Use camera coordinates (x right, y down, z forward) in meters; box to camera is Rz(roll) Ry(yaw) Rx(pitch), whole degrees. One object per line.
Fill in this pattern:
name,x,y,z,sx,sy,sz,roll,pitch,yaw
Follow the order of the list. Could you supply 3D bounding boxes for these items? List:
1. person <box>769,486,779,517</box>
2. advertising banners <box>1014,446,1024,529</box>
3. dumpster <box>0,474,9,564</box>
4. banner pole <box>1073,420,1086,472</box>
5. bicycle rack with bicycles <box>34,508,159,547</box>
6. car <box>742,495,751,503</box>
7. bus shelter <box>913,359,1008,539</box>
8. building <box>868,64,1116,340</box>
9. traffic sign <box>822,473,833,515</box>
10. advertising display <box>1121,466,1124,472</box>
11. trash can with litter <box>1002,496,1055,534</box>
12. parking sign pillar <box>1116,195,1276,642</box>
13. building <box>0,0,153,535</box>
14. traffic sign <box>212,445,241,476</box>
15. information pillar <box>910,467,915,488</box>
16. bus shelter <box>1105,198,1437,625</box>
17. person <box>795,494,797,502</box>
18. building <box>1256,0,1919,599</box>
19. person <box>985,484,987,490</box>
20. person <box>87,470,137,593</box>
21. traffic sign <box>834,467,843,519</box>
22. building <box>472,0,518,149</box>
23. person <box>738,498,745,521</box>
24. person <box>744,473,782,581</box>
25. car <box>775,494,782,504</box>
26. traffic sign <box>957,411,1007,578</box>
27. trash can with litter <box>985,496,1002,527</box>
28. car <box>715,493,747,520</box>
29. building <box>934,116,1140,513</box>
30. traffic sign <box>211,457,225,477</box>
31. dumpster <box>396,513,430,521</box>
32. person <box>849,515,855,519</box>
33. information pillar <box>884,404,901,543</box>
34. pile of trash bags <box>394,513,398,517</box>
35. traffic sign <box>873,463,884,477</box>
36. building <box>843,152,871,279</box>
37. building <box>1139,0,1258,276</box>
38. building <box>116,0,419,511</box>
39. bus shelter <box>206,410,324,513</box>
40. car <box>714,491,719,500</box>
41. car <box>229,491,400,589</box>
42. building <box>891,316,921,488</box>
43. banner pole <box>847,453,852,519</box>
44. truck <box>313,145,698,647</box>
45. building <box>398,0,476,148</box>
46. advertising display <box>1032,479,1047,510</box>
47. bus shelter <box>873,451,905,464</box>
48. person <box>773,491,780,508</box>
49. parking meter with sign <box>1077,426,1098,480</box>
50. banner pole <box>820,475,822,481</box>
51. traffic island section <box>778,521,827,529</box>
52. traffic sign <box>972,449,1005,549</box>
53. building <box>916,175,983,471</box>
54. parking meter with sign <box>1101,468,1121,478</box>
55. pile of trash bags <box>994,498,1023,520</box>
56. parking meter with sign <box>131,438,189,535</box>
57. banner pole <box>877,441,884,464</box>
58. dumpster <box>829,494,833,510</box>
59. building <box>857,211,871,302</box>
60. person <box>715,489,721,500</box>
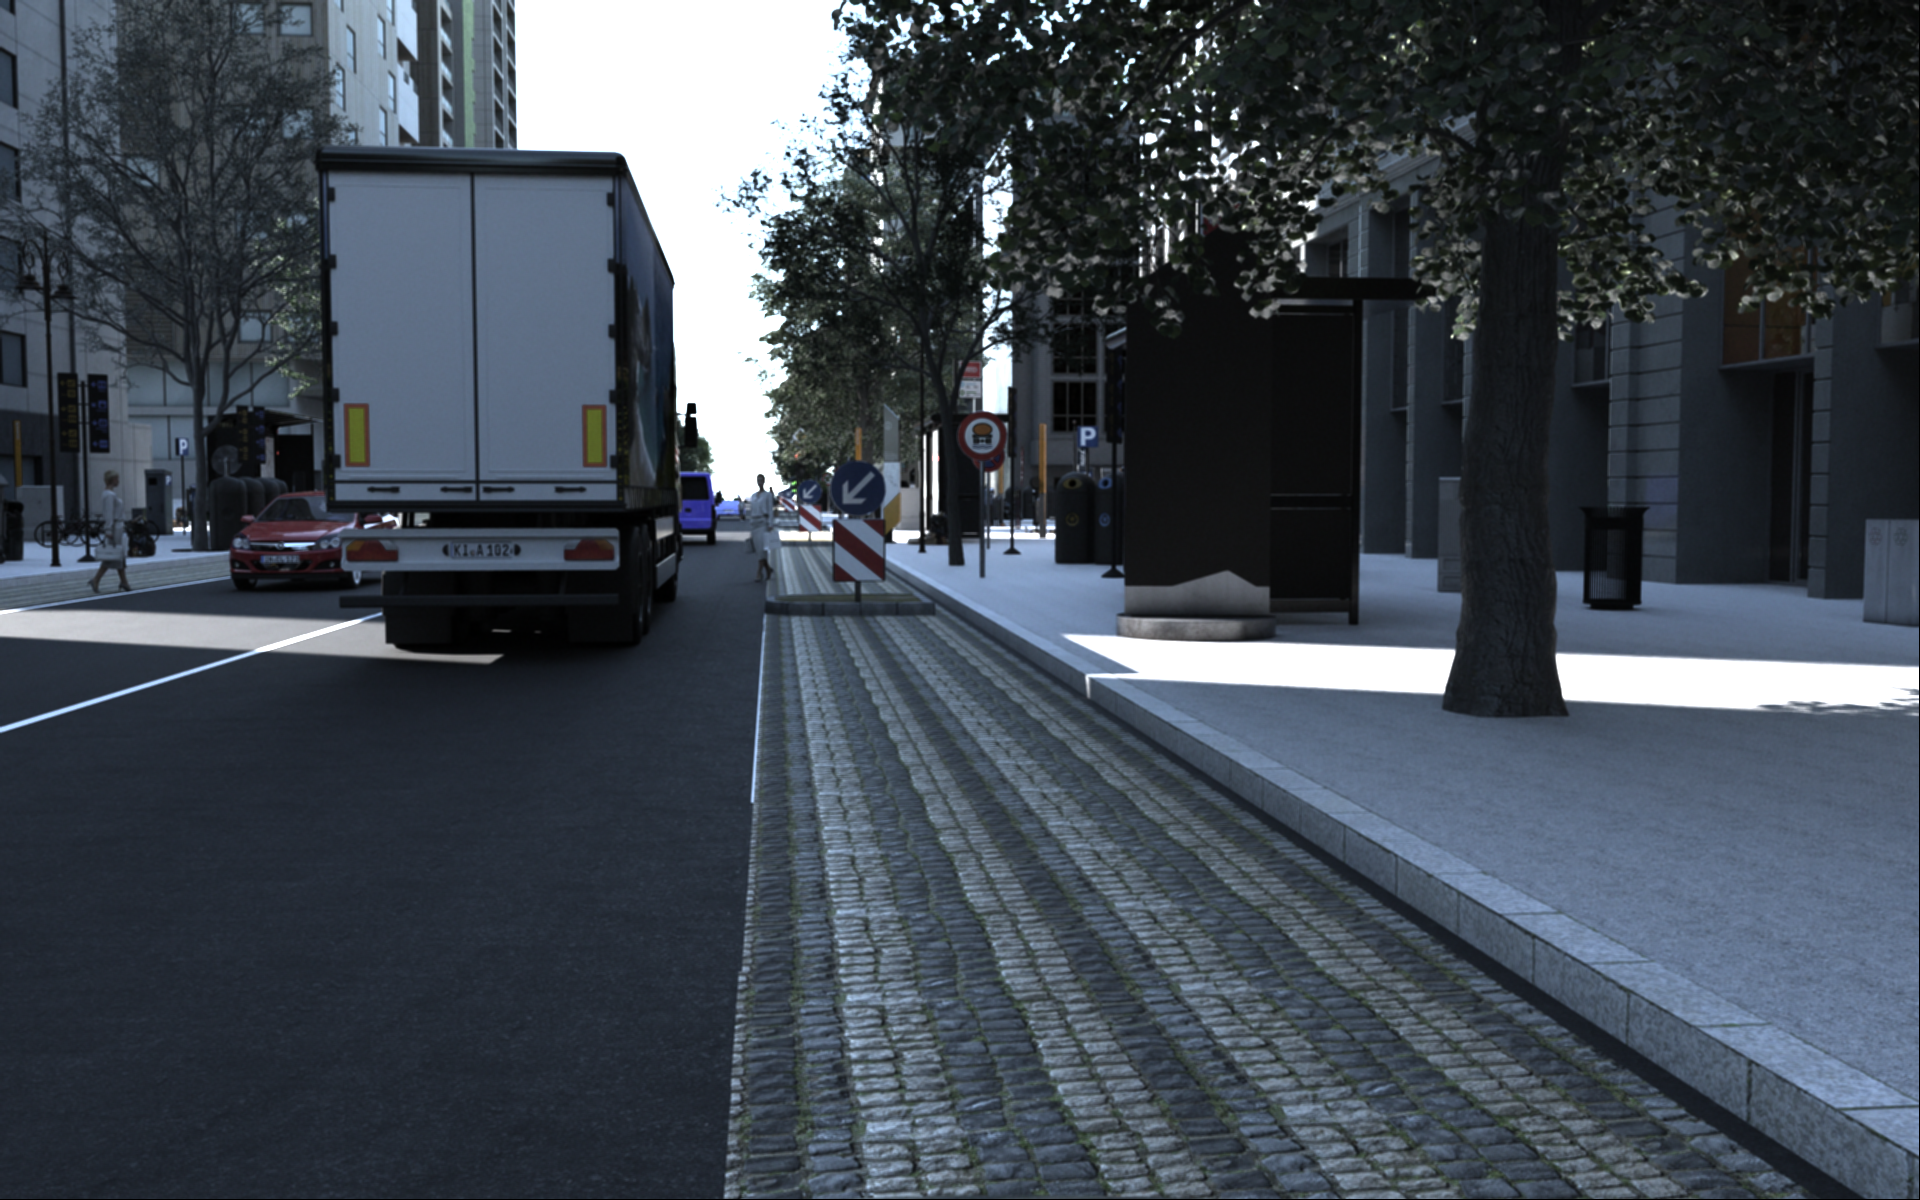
person,-8.969,-4.517,82.345,0.794,1.824,0.713,-2,4,-26
advertising banners,2.151,-4.114,63.451,0.090,3.025,2.074,0,4,-6
dumpster,-18.078,-1.548,31.065,1.264,1.857,1.865,0,4,-6
banner pole,4.038,-4.197,58.640,0.401,3.779,0.863,-3,5,-43
bicycle rack with bicycles,-21.543,-1.820,43.140,2.925,0.926,2.852,-2,4,-34
car,-30.442,-14.514,249.666,2.083,1.381,4.827,0,4,-7
bus shelter,-0.136,-4.392,49.445,2.179,5.291,8.768,0,4,-6
building,3.341,-37.973,210.104,28.713,52.752,27.495,0,4,-6
traffic sign,-7.900,-6.352,103.955,0.768,2.556,0.104,0,4,0
advertising display,4.163,-2.151,40.391,0.974,1.923,0.123,-2,4,-34
trash can with litter,2.690,-2.765,56.266,1.678,1.210,2.233,-2,4,-24
parking sign pillar,2.143,-1.662,15.640,1.447,3.967,1.447,0,4,5
building,-37.708,-37.293,47.992,20.611,71.187,20.563,0,4,-6
traffic sign,-19.094,-2.754,45.130,0.768,2.556,0.104,0,4,-3
information pillar,-4.144,-9.800,151.585,0.504,3.616,0.183,2,4,29
bus shelter,3.130,-2.655,21.037,2.179,5.291,8.768,0,4,-6
person,-25.618,-16.223,272.077,1.217,1.735,0.721,1,4,23
building,14.754,-15.533,31.450,11.434,29.767,29.804,0,4,-6
person,1.225,-4.670,82.667,0.793,1.790,0.793,2,4,28
person,-12.327,-0.995,25.121,0.624,1.780,0.694,-1,4,-18
traffic sign,-5.440,-4.882,79.925,0.768,2.556,0.104,0,4,-4
building,-49.783,-44.168,160.401,20.563,71.187,20.611,0,4,-6
person,-11.470,-4.756,90.949,0.332,1.250,0.352,2,4,32
person,-3.235,-1.208,28.605,0.624,1.780,0.694,-3,5,-44
car,-21.917,-12.432,213.046,2.009,1.686,4.222,0,4,-5
traffic sign,0.344,-1.619,26.583,0.768,2.556,0.104,0,4,3
trash can with litter,1.486,-3.526,68.699,1.678,1.210,2.233,-1,4,-21
car,-12.834,-5.315,96.496,1.945,1.707,3.694,0,4,-6
building,6.375,-18.532,122.069,14.314,24.678,30.058,0,4,-6
traffic sign,-19.862,-2.857,46.824,0.768,2.556,0.104,0,4,1
dumpster,-21.105,-3.751,67.084,1.264,1.857,1.865,0,4,-6
person,-5.428,-4.842,85.403,0.583,1.804,0.606,0,4,-5
information pillar,-1.781,-3.290,45.140,0.504,3.616,0.183,2,4,30
pile of trash bags,-30.539,-5.313,96.615,1.912,1.369,3.447,-1,4,-23
traffic sign,-3.312,-4.289,70.226,0.768,2.556,0.104,0,4,-5
building,-9.732,-46.436,301.224,21.231,58.520,28.212,0,4,-6
building,12.114,-12.625,55.563,9.793,20.994,18.267,0,4,-6
building,-48.300,-31.454,103.517,28.713,52.752,27.495,0,4,-6
bus shelter,-20.446,-3.672,51.317,1.731,3.624,6.357,0,4,-6
car,-28.777,-11.832,202.120,2.281,1.827,5.304,0,4,-6
car,-10.133,-1.126,27.445,2.155,1.783,4.494,0,4,-5
building,6.160,-20.673,183.047,27.650,21.520,28.899,0,4,-6
banner pole,-5.721,-6.132,90.274,0.401,3.779,0.863,-2,4,-24
truck,-4.571,-1.879,19.629,2.839,4.237,11.283,0,4,-6
building,-45.391,-27.492,133.085,14.154,41.232,14.086,0,4,-6
advertising display,3.400,-4.210,74.050,0.123,1.923,0.974,-2,4,-32
bus shelter,-3.801,-5.498,83.813,2.014,3.302,5.546,0,4,-6
person,-17.882,-9.602,166.215,1.217,1.735,0.721,-1,4,-11
parking meter with sign,3.303,-2.992,45.183,0.543,3.016,1.738,0,4,3
banner pole,-12.575,-10.076,154.762,0.863,3.779,0.401,1,4,11
traffic island section,-6.609,-3.075,72.550,2.009,0.180,2.903,0,4,-6
traffic sign,0.661,-2.464,40.386,0.768,2.556,0.104,0,4,1
building,3.603,-22.086,147.004,13.634,28.700,20.117,0,4,-6
parking meter with sign,4.516,-3.333,50.754,1.738,3.016,0.543,2,4,26
pile of trash bags,1.276,-4.587,84.742,3.447,1.369,1.912,-1,4,-18
parking meter with sign,-25.028,-3.538,54.113,1.738,3.016,0.543,1,4,9
banner pole,-3.558,-5.525,80.343,0.863,3.779,0.401,-1,4,-22
dumpster,-10.520,-8.015,136.809,1.264,1.857,1.865,0,4,-6
building,-4.614,-39.881,271.667,23.786,49.044,30.456,0,4,-6
person,-18.262,-7.498,131.194,0.850,1.850,0.679,1,4,20
